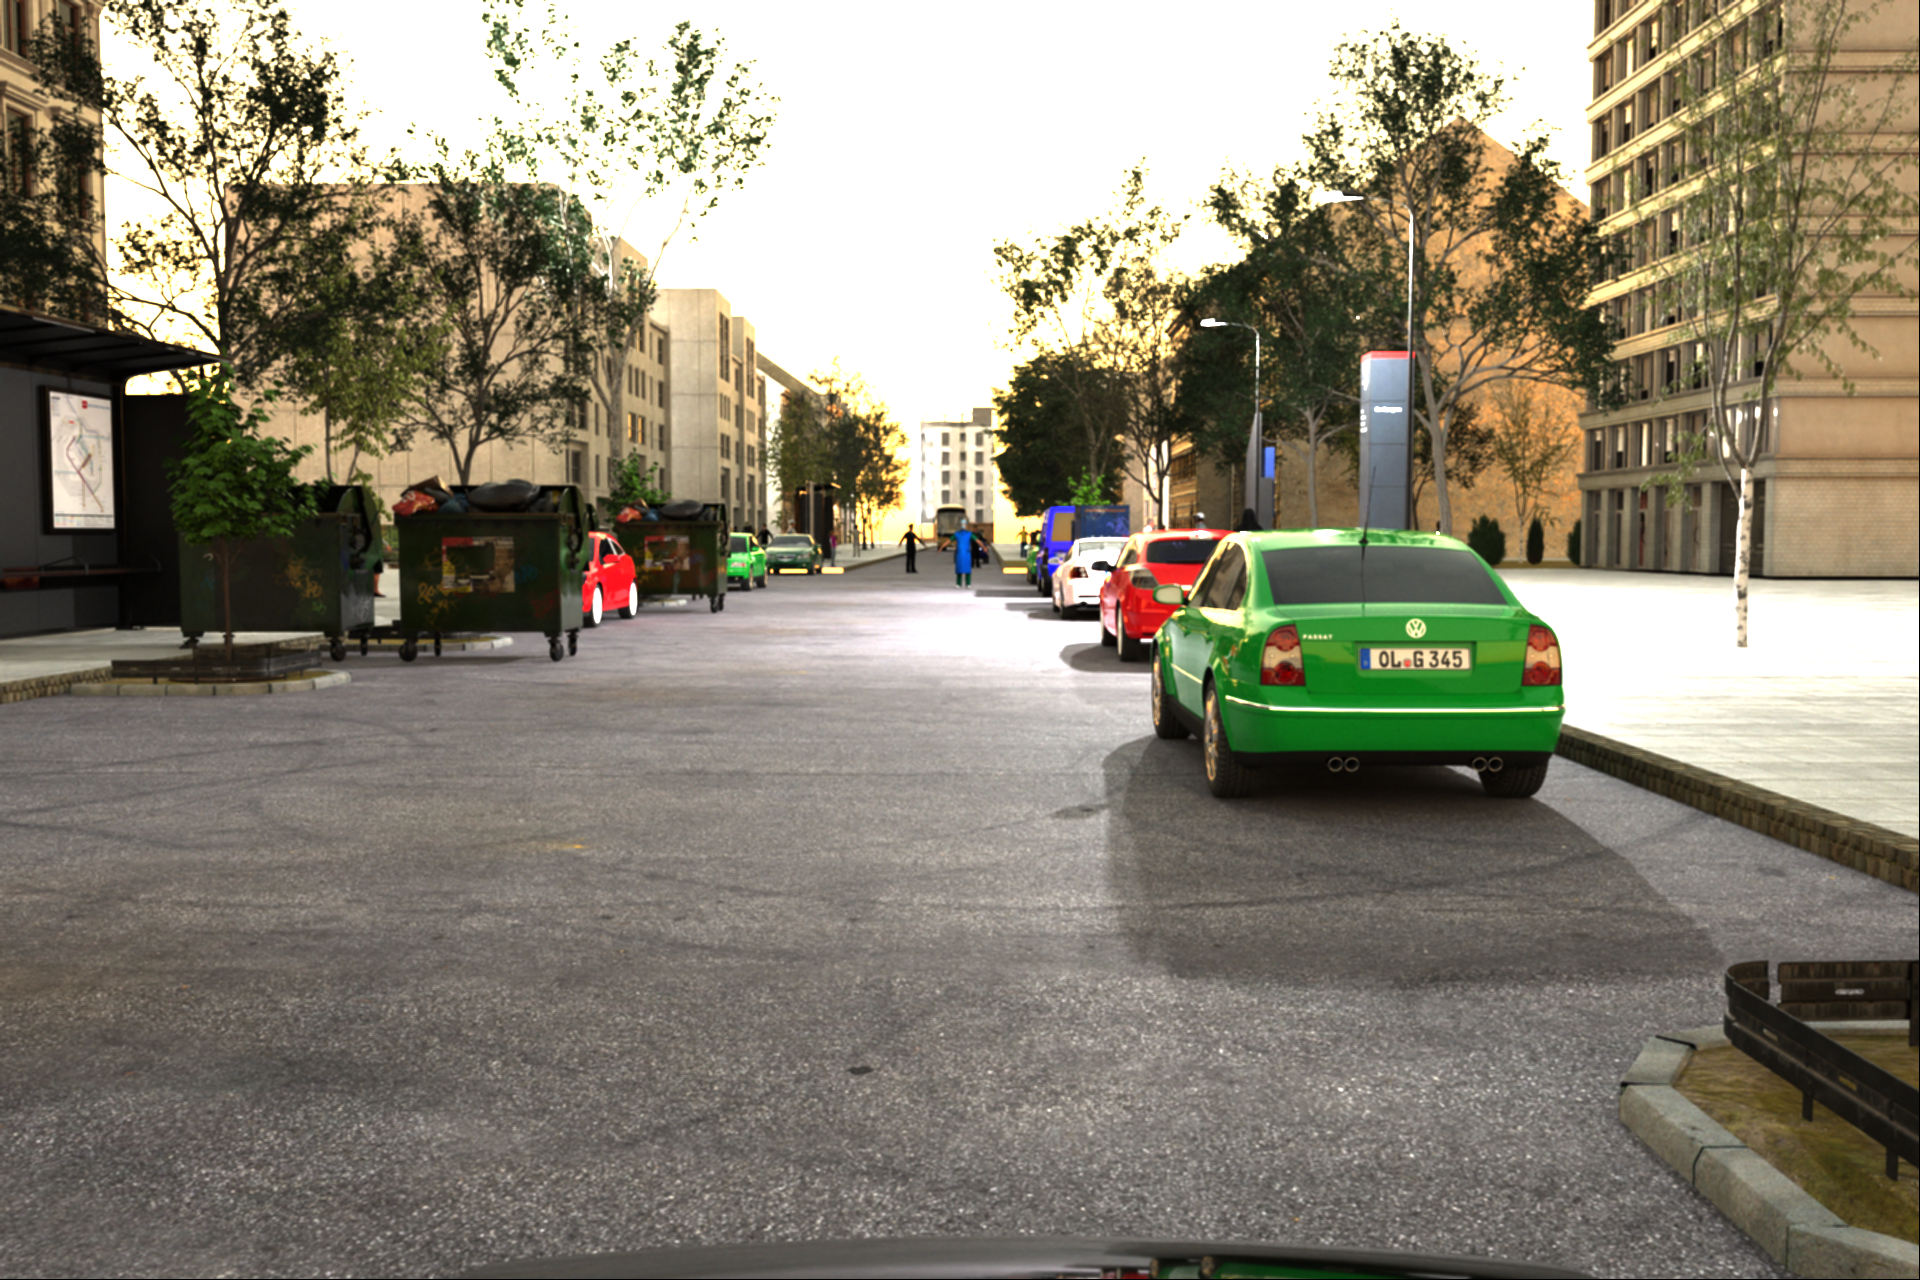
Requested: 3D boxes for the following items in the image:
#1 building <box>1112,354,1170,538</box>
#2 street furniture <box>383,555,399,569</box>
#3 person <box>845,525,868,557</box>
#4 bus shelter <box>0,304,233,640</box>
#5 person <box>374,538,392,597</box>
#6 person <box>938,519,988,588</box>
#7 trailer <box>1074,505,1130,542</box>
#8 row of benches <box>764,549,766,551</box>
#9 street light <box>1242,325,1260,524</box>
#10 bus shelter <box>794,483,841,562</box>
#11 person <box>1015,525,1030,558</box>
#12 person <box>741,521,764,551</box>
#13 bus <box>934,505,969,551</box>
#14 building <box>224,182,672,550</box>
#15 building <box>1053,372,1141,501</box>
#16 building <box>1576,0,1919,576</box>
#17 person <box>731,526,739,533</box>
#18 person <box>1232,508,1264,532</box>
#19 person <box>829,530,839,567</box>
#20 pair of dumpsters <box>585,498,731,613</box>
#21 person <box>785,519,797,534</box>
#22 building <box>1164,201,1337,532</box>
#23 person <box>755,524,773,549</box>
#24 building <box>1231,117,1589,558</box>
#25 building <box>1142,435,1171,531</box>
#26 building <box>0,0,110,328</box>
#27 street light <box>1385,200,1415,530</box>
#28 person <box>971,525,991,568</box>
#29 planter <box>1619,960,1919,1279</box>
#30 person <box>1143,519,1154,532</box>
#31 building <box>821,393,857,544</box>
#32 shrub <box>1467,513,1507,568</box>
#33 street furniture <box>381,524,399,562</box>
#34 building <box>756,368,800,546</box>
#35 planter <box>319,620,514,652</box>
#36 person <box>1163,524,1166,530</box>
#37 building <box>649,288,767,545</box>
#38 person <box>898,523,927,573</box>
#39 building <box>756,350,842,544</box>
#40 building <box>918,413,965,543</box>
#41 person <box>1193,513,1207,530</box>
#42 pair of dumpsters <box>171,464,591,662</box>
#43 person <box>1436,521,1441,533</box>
[{"bbox_3d":[26.561,-21.932,189.516,19.493,23.208,18.063,0,4,1],"label":"building"},{"bbox_3d":[-17.264,-3.508,64.212,11.010,1.723,9.812,2,4,32],"label":"street furniture"},{"bbox_3d":[-5.839,-5.603,97.787,1.347,1.806,0.705,-1,4,-8],"label":"person"},{"bbox_3d":[-10.596,-1.762,20.097,1.731,3.624,6.357,0,4,1],"label":"bus shelter"},{"bbox_3d":[-11.826,-1.738,35.254,0.721,1.735,1.217,-3,4,-37],"label":"person"},{"bbox_3d":[0.085,-2.272,45.730,1.347,1.817,0.704,1,4,10],"label":"person"},{"bbox_3d":[2.882,-1.768,35.959,1.471,1.999,3.904,0,4,1],"label":"trailer"},{"bbox_3d":[-7.950,-3.523,73.062,1.422,0.672,4.104,1,4,13],"label":"row of benches"},{"bbox_3d":[6.993,-3.976,37.554,1.470,5.913,1.316,0,4,1],"label":"street light"},{"bbox_3d":[-6.792,-5.607,82.962,1.731,3.624,6.357,0,3,0],"label":"bus shelter"},{"bbox_3d":[3.484,-5.313,93.335,1.216,1.772,0.721,2,4,31],"label":"person"},{"bbox_3d":[-6.689,-2.850,54.833,0.705,1.856,1.354,-3,5,-42],"label":"person"},{"bbox_3d":[-0.676,-9.625,148.918,2.896,3.916,12.252,0,4,1],"label":"bus"},{"bbox_3d":[-28.443,-14.483,103.252,16.747,18.905,31.486,0,4,1],"label":"building"},{"bbox_3d":[25.347,-23.845,233.837,27.936,21.610,32.646,0,4,1],"label":"building"},{"bbox_3d":[26.702,-12.744,55.037,8.464,21.280,15.925,0,4,1],"label":"building"},{"bbox_3d":[-13.273,-5.845,102.279,1.216,1.740,0.721,-1,4,-15],"label":"person"},{"bbox_3d":[5.042,-1.447,30.437,1.214,1.737,0.721,0,4,-6],"label":"person"},{"bbox_3d":[-4.862,-3.544,67.205,0.599,1.433,0.991,1,4,9],"label":"person"},{"bbox_3d":[-6.484,-1.641,31.780,4.436,2.255,1.574,0,4,1],"label":"pair of dumpsters"},{"bbox_3d":[-6.471,-3.742,67.046,0.705,1.847,1.347,-3,4,-37],"label":"person"},{"bbox_3d":[24.693,-17.664,119.730,19.493,23.208,18.063,0,4,1],"label":"building"},{"bbox_3d":[-9.939,-4.998,87.904,1.347,1.806,0.705,2,4,35],"label":"person"},{"bbox_3d":[26.397,-16.483,100.432,19.493,23.208,18.063,0,4,1],"label":"building"},{"bbox_3d":[20.918,-12.336,143.840,9.099,9.664,28.070,0,4,1],"label":"building"},{"bbox_3d":[-31.344,-12.685,43.556,11.583,22.565,21.152,0,3,0],"label":"building"},{"bbox_3d":[6.666,-3.121,23.567,1.470,5.913,1.316,0,4,1],"label":"street light"},{"bbox_3d":[0.676,-4.012,73.988,1.347,1.837,0.705,-2,4,-27],"label":"person"},{"bbox_3d":[2.603,1.058,3.840,1.991,0.319,1.994,0,4,0],"label":"planter"},{"bbox_3d":[5.256,-2.497,47.800,0.436,1.711,0.756,0,4,-1],"label":"person"},{"bbox_3d":[-23.550,-22.446,233.454,16.747,18.905,31.486,0,4,1],"label":"building"},{"bbox_3d":[19.722,-3.731,65.046,1.661,2.075,1.752,0,3,0],"label":"shrub"},{"bbox_3d":[-27.148,-4.360,78.138,9.812,1.723,11.010,-1,4,-12],"label":"street furniture"},{"bbox_3d":[-27.707,-21.904,189.062,19.493,23.208,18.063,0,4,1],"label":"building"},{"bbox_3d":[-6.818,-0.058,22.088,1.991,0.319,1.994,0,4,2],"label":"planter"},{"bbox_3d":[11.598,-5.651,98.360,1.349,1.833,0.705,-2,4,-32],"label":"person"},{"bbox_3d":[-25.826,-16.752,140.345,16.747,18.905,31.486,0,3,0],"label":"building"},{"bbox_3d":[-1.797,-3.410,64.140,1.347,1.837,0.705,-3,5,-41],"label":"person"},{"bbox_3d":[-24.373,-23.061,207.980,19.493,23.208,18.063,0,4,1],"label":"building"},{"bbox_3d":[-5.896,-24.580,260.753,11.380,20.090,16.016,0,4,-4],"label":"building"},{"bbox_3d":[6.344,-2.459,46.036,0.704,1.849,1.345,2,4,30],"label":"person"},{"bbox_3d":[-6.576,-0.911,19.839,4.436,2.255,1.574,0,4,0],"label":"pair of dumpsters"},{"bbox_3d":[19.300,-3.898,69.862,0.705,1.813,1.348,-1,4,-9],"label":"person"}]
